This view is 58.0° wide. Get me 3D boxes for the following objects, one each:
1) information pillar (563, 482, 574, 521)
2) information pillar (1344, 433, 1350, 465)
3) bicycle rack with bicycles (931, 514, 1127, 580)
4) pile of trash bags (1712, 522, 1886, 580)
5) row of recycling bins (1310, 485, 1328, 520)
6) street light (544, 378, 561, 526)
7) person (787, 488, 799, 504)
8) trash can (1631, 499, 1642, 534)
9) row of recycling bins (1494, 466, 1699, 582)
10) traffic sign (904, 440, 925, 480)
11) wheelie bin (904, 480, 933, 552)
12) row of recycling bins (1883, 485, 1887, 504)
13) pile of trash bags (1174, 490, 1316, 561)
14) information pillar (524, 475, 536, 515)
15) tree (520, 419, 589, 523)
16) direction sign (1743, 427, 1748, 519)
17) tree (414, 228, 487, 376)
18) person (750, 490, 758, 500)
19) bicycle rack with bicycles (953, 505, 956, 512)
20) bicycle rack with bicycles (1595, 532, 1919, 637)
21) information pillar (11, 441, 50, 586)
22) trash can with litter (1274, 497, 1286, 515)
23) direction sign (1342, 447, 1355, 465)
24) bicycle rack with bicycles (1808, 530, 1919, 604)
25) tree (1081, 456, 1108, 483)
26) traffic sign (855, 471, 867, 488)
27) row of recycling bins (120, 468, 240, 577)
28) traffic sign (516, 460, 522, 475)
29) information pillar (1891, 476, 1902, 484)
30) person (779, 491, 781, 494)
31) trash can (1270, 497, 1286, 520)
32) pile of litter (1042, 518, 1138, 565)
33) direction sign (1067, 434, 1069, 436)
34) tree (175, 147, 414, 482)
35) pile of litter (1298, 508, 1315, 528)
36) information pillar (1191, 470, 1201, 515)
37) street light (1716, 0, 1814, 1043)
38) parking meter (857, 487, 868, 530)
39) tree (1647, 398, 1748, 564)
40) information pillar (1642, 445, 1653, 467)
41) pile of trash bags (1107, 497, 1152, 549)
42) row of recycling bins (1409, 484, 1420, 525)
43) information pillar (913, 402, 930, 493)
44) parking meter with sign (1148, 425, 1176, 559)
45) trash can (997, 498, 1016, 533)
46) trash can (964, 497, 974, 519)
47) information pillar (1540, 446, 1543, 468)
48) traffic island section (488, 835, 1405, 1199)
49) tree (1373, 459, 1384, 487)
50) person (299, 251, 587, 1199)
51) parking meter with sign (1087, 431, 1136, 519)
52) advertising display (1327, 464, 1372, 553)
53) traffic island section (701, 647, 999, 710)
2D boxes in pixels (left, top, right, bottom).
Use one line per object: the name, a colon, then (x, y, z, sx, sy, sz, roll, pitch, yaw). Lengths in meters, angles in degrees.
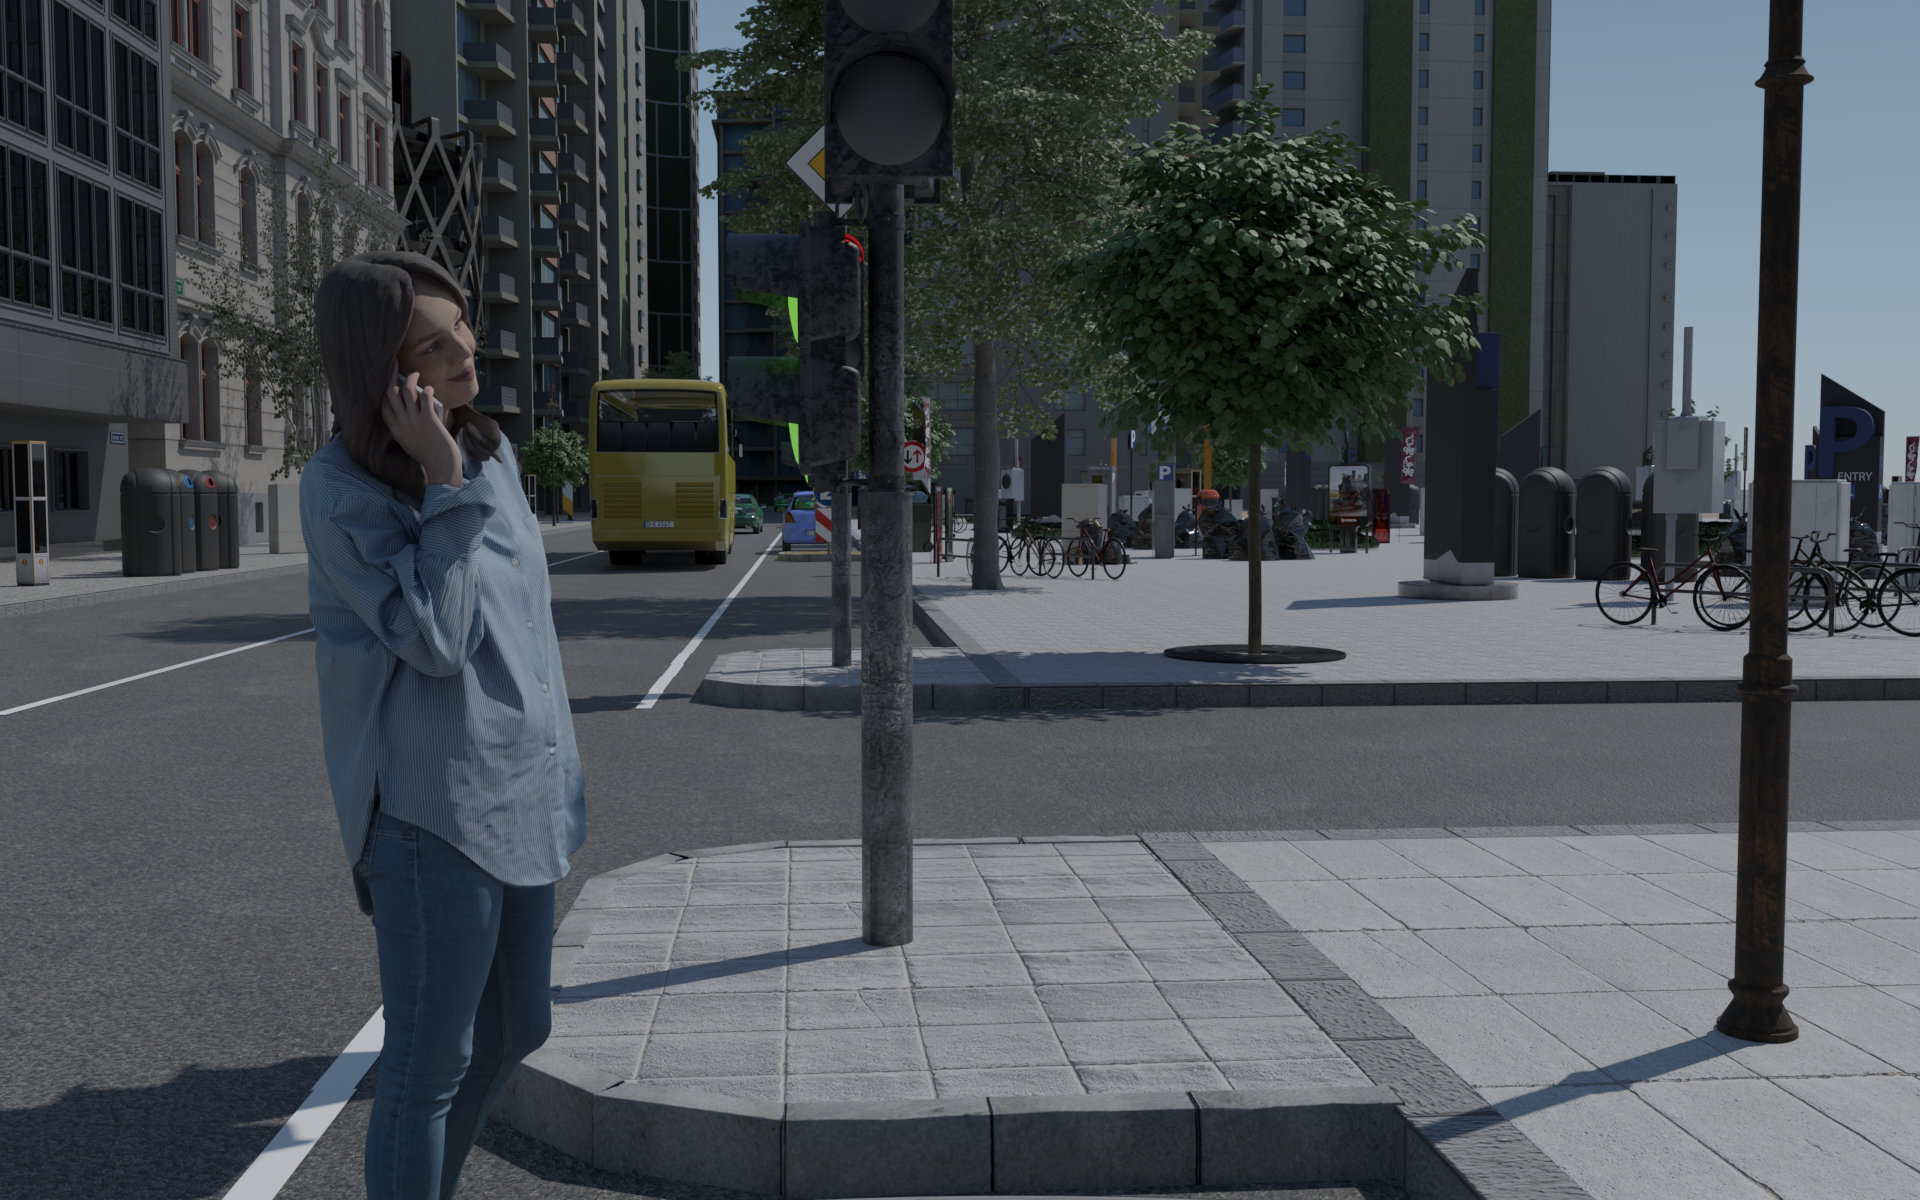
information pillar: (-18.915, -5.638, 83.533, 0.504, 3.616, 0.183, -2, 4, -29)
information pillar: (14.249, -4.433, 63.832, 0.183, 3.616, 0.504, 0, 4, -6)
bicycle rack with bicycles: (0.884, -0.805, 26.552, 2.852, 0.926, 2.925, -1, 4, -23)
pile of trash bags: (13.598, -1.039, 26.733, 3.447, 1.369, 1.912, 0, 4, 0)
row of recycling bins: (16.280, -4.195, 75.708, 1.069, 1.692, 3.534, -1, 4, -17)
street light: (-16.259, -5.896, 69.182, 0.468, 5.910, 1.993, 0, 4, -5)
person: (-8.384, -4.929, 89.766, 1.217, 1.739, 0.721, -1, 4, -22)
trash can: (17.811, -2.087, 45.781, 0.748, 1.137, 0.748, 0, 3, 0)
row of recycling bins: (9.389, -1.174, 26.301, 3.534, 1.692, 1.069, 3, 5, 40)
traffic sign: (-1.126, -2.517, 41.264, 0.768, 2.556, 0.104, 0, 4, 3)
wheelie bin: (-0.983, -1.853, 38.206, 0.693, 1.594, 0.980, -2, 4, -32)
row of recycling bins: (39.600, -4.179, 75.444, 1.069, 1.692, 3.534, -3, 5, -40)
pile of trash bags: (5.624, -1.534, 34.834, 1.912, 1.369, 3.447, -1, 4, -20)
information pillar: (-16.528, -3.800, 66.623, 0.304, 2.012, 0.304, 3, 5, 44)
tree: (-17.691, -5.654, 76.151, 4.285, 4.588, 4.351, 0, 3, 0)
direction sign: (26.598, -4.079, 58.697, 0.379, 3.537, 0.876, 2, 4, 31)
tree: (-14.421, -5.773, 44.756, 4.360, 8.622, 3.978, 0, 3, 0)
person: (-19.254, -9.276, 160.190, 1.348, 1.821, 0.705, 2, 4, 24)
bicycle rack with bicycles: (-0.854, -2.675, 57.112, 2.925, 0.926, 2.852, -1, 4, -21)
bicycle rack with bicycles: (8.017, -0.194, 16.559, 2.852, 0.926, 2.925, -2, 4, -34)
information pillar: (-12.958, -1.203, 24.156, 0.304, 2.012, 0.304, 1, 4, 14)
trash can with litter: (12.947, -3.477, 68.236, 1.055, 1.170, 0.624, -2, 4, -28)
direction sign: (18.679, -5.589, 83.377, 0.876, 3.537, 0.379, -2, 4, -33)
bicycle rack with bicycles: (12.709, -0.492, 21.432, 2.925, 0.926, 2.852, -3, 4, -36)
tree: (7.166, -5.754, 88.676, 1.663, 3.219, 1.824, 0, 3, 0)
traffic sign: (-4.820, -5.225, 85.532, 0.768, 2.556, 0.104, 0, 4, 0)
row of recycling bins: (-12.814, -1.305, 28.449, 1.069, 1.692, 3.534, 0, 4, -4)
traffic sign: (-16.136, -3.802, 62.265, 0.768, 2.556, 0.104, 0, 4, 3)
information pillar: (37.241, -3.939, 68.892, 0.304, 2.012, 0.304, -3, 4, -39)
person: (-16.813, -9.334, 162.053, 0.756, 1.711, 0.436, -2, 4, -28)
trash can: (14.452, -4.092, 78.550, 0.748, 1.137, 0.748, 0, 3, 0)
pile of litter: (2.370, -1.093, 31.831, 1.719, 0.858, 1.176, 1, 4, 19)
direction sign: (3.878, -4.441, 64.613, 0.379, 3.537, 0.876, 2, 4, 29)
tree: (-13.774, -5.241, 36.047, 4.360, 8.622, 3.978, 0, 3, 0)
pile of litter: (10.877, -2.414, 53.436, 1.176, 0.858, 1.719, 0, 4, 4)
information pillar: (7.276, -2.993, 53.431, 0.304, 2.012, 0.304, 0, 4, 7)
street light: (1.902, -1.906, 3.953, 0.468, 5.910, 1.993, 0, 4, -5)
parking meter: (-3.518, -3.311, 62.550, 0.372, 1.533, 0.369, 0, 3, 0)
tree: (13.252, -2.274, 31.786, 1.663, 3.219, 1.824, 0, 3, 0)
information pillar: (32.508, -5.536, 81.872, 0.504, 3.616, 0.183, 3, 4, 38)
pile of trash bags: (4.009, -1.881, 40.512, 3.447, 1.369, 1.912, -2, 4, -34)
row of recycling bins: (19.166, -4.095, 74.069, 1.069, 1.692, 3.534, 1, 4, 12)
information pillar: (-0.979, -3.208, 43.798, 0.504, 3.616, 0.183, 2, 4, 33)
parking meter with sign: (4.099, -2.373, 35.065, 0.543, 3.016, 1.738, 0, 4, 3)
trash can: (1.469, -2.797, 57.384, 0.748, 1.137, 0.748, 0, 3, 0)
trash can: (0.543, -4.229, 80.790, 0.748, 1.137, 0.748, 0, 3, 0)
information pillar: (28.517, -5.729, 85.031, 0.183, 3.616, 0.504, 1, 4, 14)
traffic island section: (-0.186, 1.058, 4.982, 2.009, 0.180, 2.903, 0, 4, -5)
tree: (20.690, -5.343, 81.953, 1.663, 3.219, 1.824, 0, 3, 0)
person: (-0.845, 0.365, 2.795, 0.793, 1.790, 0.793, -1, 4, -23)
parking meter with sign: (3.792, -3.071, 46.465, 1.738, 3.016, 0.543, 1, 4, 19)
advertising display: (8.465, -1.986, 37.679, 0.974, 1.923, 0.123, 3, 4, 39)
traffic island section: (-0.861, 0.571, 12.939, 2.009, 0.180, 2.903, 0, 4, -5)
